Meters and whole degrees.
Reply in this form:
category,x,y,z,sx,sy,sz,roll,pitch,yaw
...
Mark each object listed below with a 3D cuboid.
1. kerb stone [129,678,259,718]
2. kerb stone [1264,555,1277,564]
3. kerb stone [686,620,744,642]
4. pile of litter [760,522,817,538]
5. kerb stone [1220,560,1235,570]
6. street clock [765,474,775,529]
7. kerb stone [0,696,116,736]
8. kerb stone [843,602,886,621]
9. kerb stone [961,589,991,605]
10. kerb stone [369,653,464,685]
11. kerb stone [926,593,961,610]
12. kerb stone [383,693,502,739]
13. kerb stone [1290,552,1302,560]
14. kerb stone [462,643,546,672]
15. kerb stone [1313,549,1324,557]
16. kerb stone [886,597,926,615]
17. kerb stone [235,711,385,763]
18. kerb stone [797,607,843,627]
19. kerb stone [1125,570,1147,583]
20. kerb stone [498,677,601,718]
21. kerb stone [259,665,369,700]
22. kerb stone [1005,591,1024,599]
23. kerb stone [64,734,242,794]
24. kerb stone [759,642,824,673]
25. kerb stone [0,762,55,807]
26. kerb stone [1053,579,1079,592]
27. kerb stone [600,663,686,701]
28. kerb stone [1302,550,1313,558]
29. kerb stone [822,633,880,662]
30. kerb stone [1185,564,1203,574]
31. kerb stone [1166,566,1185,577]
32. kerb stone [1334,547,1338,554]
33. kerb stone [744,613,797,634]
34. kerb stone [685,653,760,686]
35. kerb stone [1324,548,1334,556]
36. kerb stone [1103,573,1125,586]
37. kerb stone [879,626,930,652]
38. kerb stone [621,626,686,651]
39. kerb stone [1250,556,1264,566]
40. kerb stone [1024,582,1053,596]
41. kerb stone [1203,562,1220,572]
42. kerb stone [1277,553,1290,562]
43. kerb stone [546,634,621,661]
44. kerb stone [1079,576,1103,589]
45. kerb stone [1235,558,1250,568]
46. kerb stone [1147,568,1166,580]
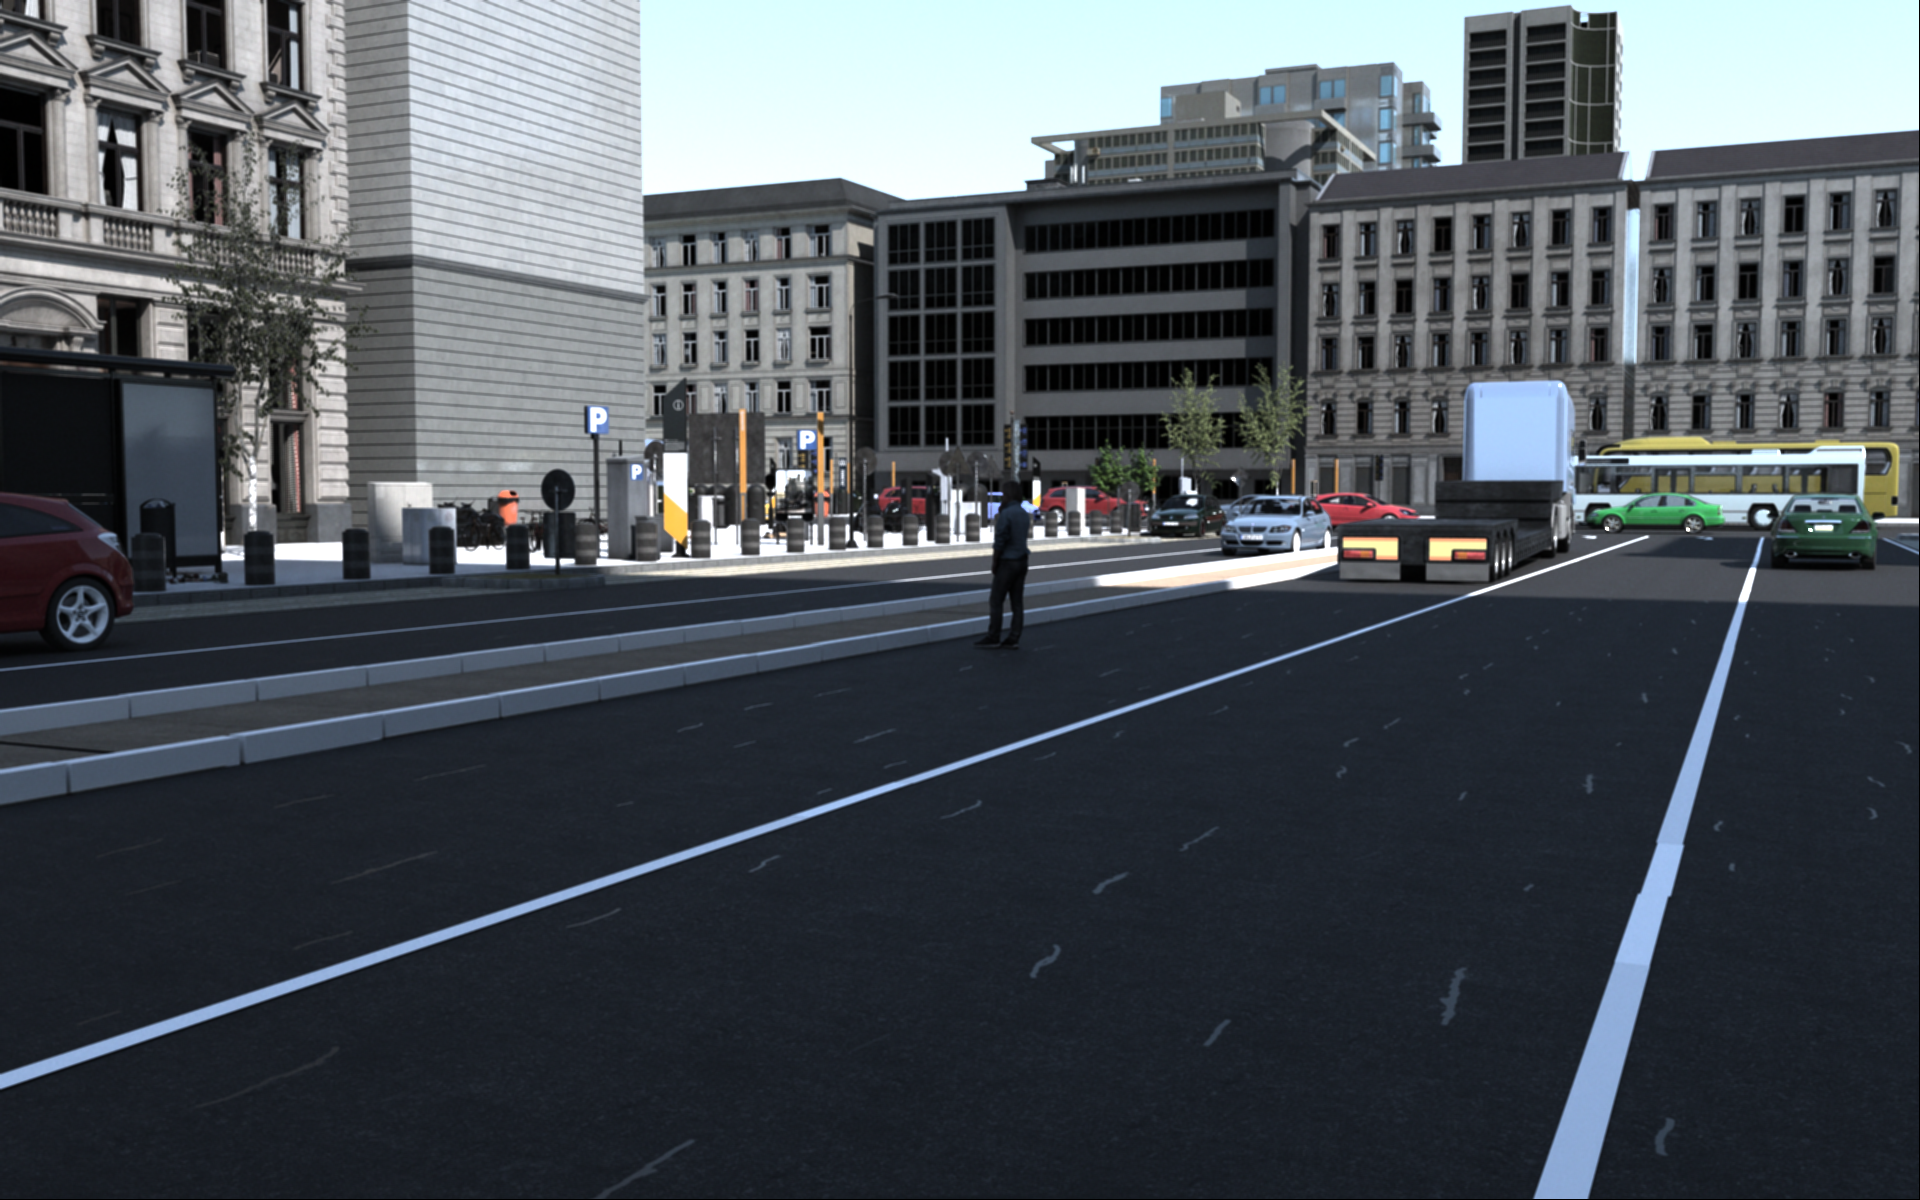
category,x,y,z,sx,sy,sz,roll,pitch,yaw
kerb stone,-5.114,0.655,11.493,0.120,0.150,1.000,2,4,25
kerb stone,6.289,-0.825,35.677,0.120,0.150,1.000,2,4,25
kerb stone,-2.473,0.313,17.078,0.120,0.150,1.000,2,4,25
pile of litter,-4.955,-2.229,50.407,1.719,0.858,1.176,2,4,24
kerb stone,4.974,-0.652,32.895,0.120,0.150,1.000,2,4,25
street clock,-6.884,-3.575,63.017,0.471,2.002,0.358,0,4,1
kerb stone,-5.539,0.714,10.560,0.120,0.150,1.000,2,4,25
kerb stone,-1.164,0.146,19.865,0.120,0.150,1.000,2,4,25
kerb stone,0.151,-0.028,22.651,0.120,0.150,1.000,2,4,25
kerb stone,-4.233,0.544,13.347,0.120,0.150,1.000,2,4,25
kerb stone,-0.286,0.029,21.723,0.120,0.150,1.000,2,4,25
kerb stone,-3.205,0.713,10.616,0.120,0.150,1.000,2,4,25
kerb stone,7.165,-0.939,37.544,0.120,0.150,1.000,2,4,25
kerb stone,-3.800,0.484,14.276,0.120,0.150,1.000,2,4,25
kerb stone,8.040,-1.053,39.412,0.120,0.150,1.000,2,4,25
kerb stone,-0.719,0.087,20.790,0.120,0.150,1.000,2,4,25
kerb stone,-3.637,0.767,9.681,0.120,0.150,1.000,2,4,25
kerb stone,-1.600,0.199,18.937,0.120,0.150,1.000,2,4,25
kerb stone,2.779,-0.366,28.237,0.120,0.150,1.000,2,4,25
kerb stone,-2.763,0.653,11.542,0.120,0.150,1.000,2,4,25
kerb stone,-4.669,0.598,12.418,0.120,0.150,1.000,2,4,25
kerb stone,0.585,-0.085,23.580,0.120,0.150,1.000,2,4,25
kerb stone,-4.082,0.827,8.744,0.120,0.150,1.000,2,4,25
kerb stone,-1.448,0.487,14.331,0.120,0.150,1.000,2,4,25
kerb stone,-4.521,0.879,7.817,0.120,0.150,1.000,2,4,25
kerb stone,1.469,-0.199,25.448,0.120,0.150,1.000,2,4,25
kerb stone,-2.324,0.595,12.469,0.120,0.150,1.000,2,4,25
kerb stone,7.600,-0.996,38.477,0.120,0.150,1.000,2,4,25
kerb stone,-1.013,0.424,15.260,0.120,0.150,1.000,2,4,25
kerb stone,4.092,-0.539,31.030,0.120,0.150,1.000,2,4,25
kerb stone,3.652,-0.484,30.103,0.120,0.150,1.000,2,4,25
kerb stone,8.939,-1.167,41.275,0.120,0.150,1.000,2,4,25
kerb stone,-2.034,0.262,18.008,0.120,0.150,1.000,2,4,25
kerb stone,-1.886,0.538,13.403,0.120,0.150,1.000,2,4,25
kerb stone,8.484,-1.110,40.337,0.120,0.150,1.000,2,4,25
kerb stone,2.339,-0.311,27.310,0.120,0.150,1.000,2,4,25
kerb stone,-0.576,0.367,16.188,0.120,0.150,1.000,2,4,25
kerb stone,-2.911,0.370,16.150,0.120,0.150,1.000,2,4,25
kerb stone,5.847,-0.765,34.752,0.120,0.150,1.000,2,4,25
kerb stone,1.033,-0.142,24.516,0.120,0.150,1.000,2,4,25
kerb stone,4.545,-0.597,31.963,0.120,0.150,1.000,2,4,25
kerb stone,6.726,-0.882,36.617,0.120,0.150,1.000,2,4,25
kerb stone,-3.348,0.428,15.203,0.120,0.150,1.000,2,4,25
kerb stone,1.904,-0.256,26.377,0.120,0.150,1.000,2,4,25
kerb stone,5.419,-0.711,33.820,0.120,0.150,1.000,2,4,25
kerb stone,3.219,-0.424,29.171,0.120,0.150,1.000,2,4,25
